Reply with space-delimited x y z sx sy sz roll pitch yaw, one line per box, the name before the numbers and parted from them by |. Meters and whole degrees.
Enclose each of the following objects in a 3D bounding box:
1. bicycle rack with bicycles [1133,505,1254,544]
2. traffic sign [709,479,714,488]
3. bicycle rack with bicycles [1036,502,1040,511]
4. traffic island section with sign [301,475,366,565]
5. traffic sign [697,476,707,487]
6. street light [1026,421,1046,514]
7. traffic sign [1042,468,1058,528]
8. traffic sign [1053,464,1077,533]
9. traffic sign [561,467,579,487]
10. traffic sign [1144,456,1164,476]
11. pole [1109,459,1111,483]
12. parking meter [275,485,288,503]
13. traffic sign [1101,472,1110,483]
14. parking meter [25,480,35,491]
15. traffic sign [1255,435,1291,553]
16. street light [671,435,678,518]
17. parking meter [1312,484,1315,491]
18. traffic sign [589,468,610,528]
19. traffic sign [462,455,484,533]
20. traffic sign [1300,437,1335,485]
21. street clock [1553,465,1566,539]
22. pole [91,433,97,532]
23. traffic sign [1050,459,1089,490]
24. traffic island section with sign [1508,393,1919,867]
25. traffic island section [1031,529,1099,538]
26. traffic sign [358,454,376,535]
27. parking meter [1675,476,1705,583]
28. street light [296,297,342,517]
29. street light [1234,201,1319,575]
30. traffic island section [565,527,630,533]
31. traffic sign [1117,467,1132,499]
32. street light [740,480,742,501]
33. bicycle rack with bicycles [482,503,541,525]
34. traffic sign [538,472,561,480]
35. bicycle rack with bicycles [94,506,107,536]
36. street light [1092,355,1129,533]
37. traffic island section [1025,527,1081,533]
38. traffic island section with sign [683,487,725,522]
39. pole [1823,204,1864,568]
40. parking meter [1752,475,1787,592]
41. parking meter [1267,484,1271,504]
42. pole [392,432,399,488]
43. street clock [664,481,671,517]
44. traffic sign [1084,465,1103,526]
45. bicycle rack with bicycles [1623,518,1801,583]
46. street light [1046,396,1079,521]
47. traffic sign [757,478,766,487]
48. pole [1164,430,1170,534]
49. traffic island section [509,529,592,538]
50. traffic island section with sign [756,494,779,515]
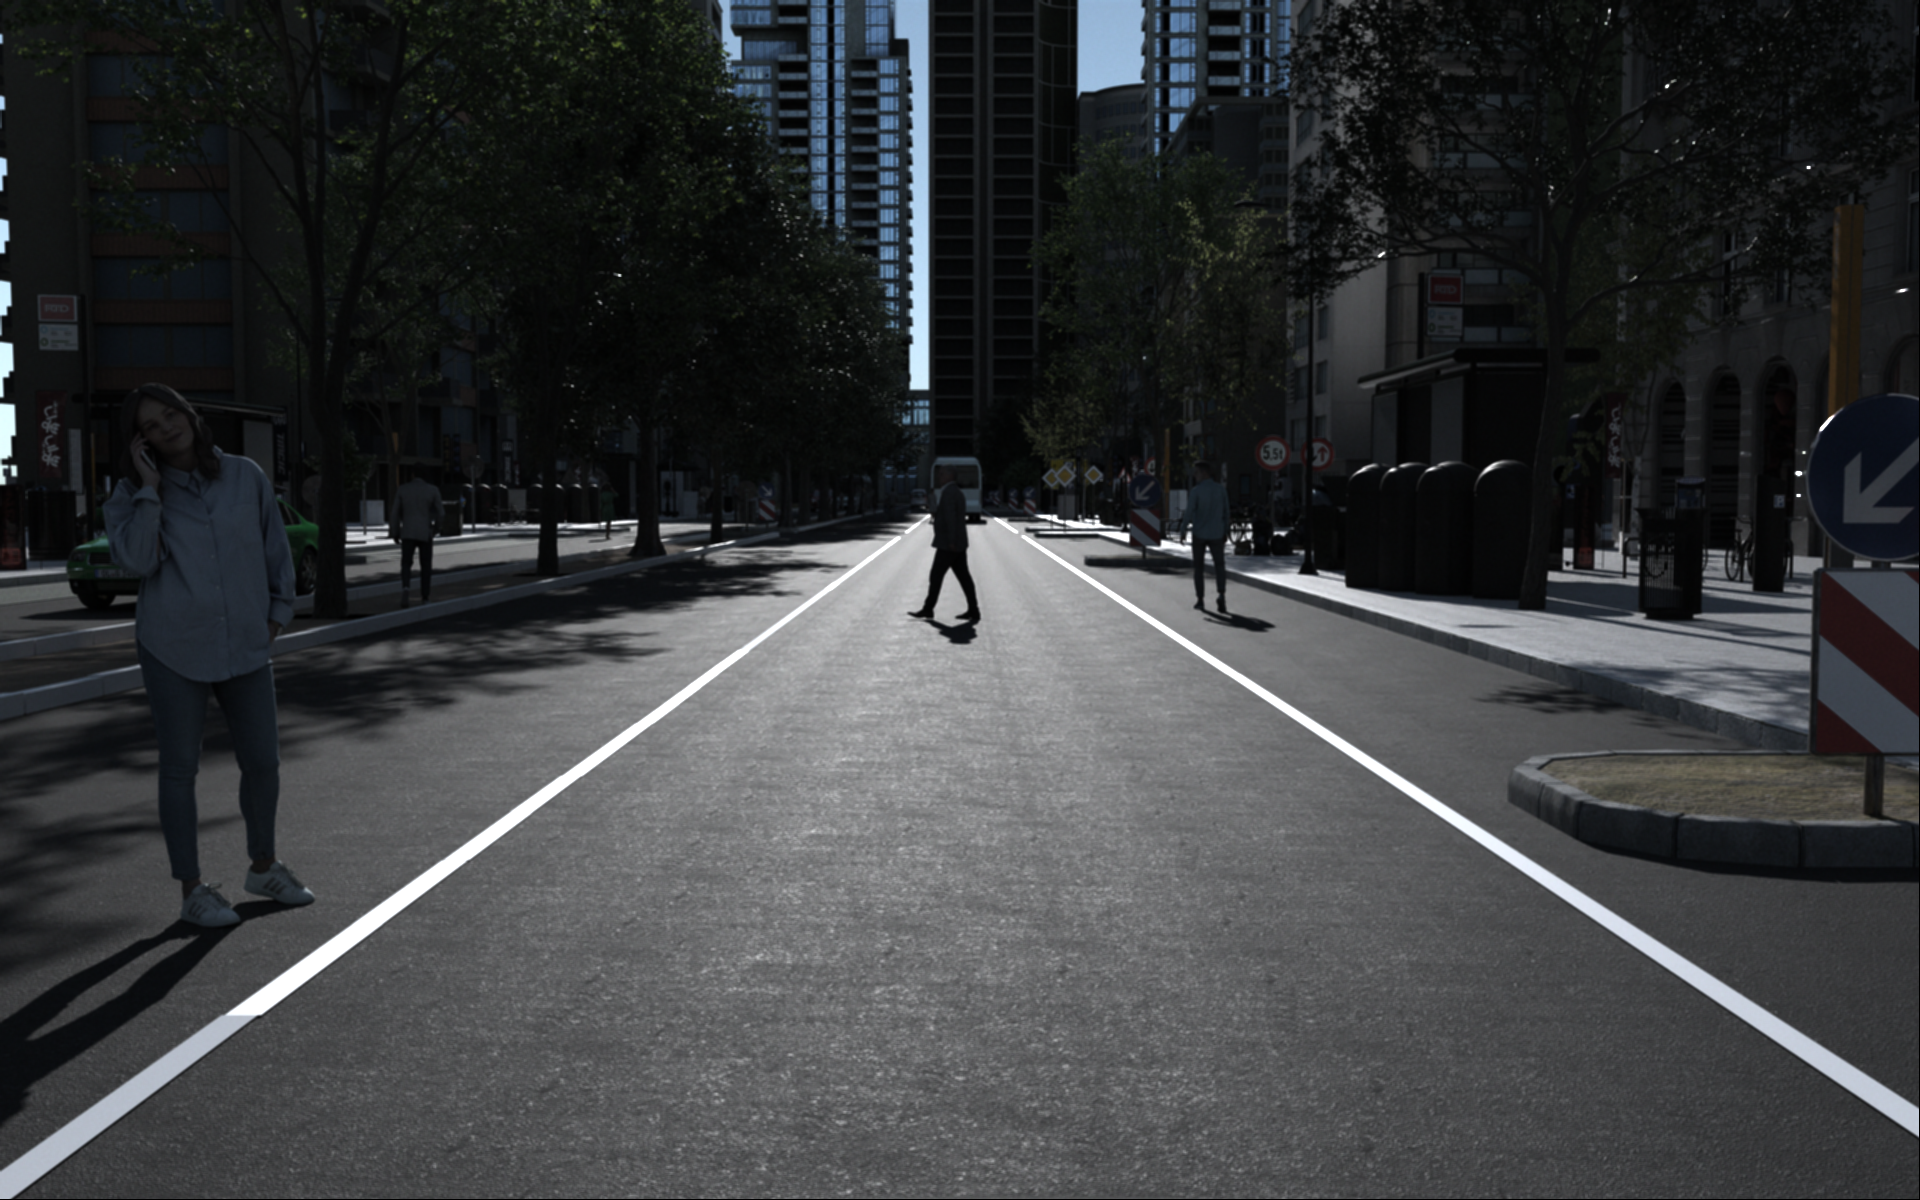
bicycle rack with bicycles | 6.618 -1.947 45.209 2.925 0.926 2.852 -3 4 -37
traffic sign | -16.720 -7.058 117.524 0.606 2.300 0.079 0 4 3
bicycle rack with bicycles | 7.073 -7.382 134.073 2.925 0.926 2.852 2 4 25
traffic island section with sign | -13.294 -1.636 35.382 1.989 1.847 2.006 0 3 0
traffic sign | -17.822 -7.326 119.887 0.768 2.556 0.104 1 4 8
street light | 4.954 -8.424 110.273 1.470 5.913 1.316 0 3 0
traffic sign | 3.470 -3.781 65.464 0.795 2.450 0.064 0 3 0
traffic sign | 3.476 -3.293 57.479 0.795 2.450 0.064 0 3 0
traffic sign | -18.544 -5.037 82.356 0.884 2.594 0.081 0 4 0
traffic sign | 6.572 -3.560 58.318 0.768 2.556 0.104 0 4 7
pole | 8.625 -6.453 99.346 0.158 3.312 0.155 0 3 0
parking meter | -19.581 -2.542 49.968 0.372 1.533 0.369 0 3 0
traffic sign | 8.222 -6.057 99.135 0.768 2.556 0.104 0 4 0
parking meter | -39.520 -4.152 73.600 0.399 1.863 0.255 -2 4 -30
traffic sign | 6.787 -2.294 37.611 0.768 2.556 0.104 1 4 9
street light | -15.034 -7.451 94.368 1.470 5.913 1.316 0 3 0
parking meter | 8.723 -2.059 42.084 0.372 1.533 0.369 0 3 0
traffic sign | -13.625 -3.782 65.470 0.795 2.450 0.064 0 3 0
traffic sign | -16.022 -3.479 56.982 0.768 2.556 0.104 0 4 6
traffic sign | 8.007 -2.372 38.881 0.768 2.556 0.104 0 4 6
street clock | 15.148 -2.381 43.503 0.471 2.002 0.358 2 4 30
pole | -29.001 -3.917 57.887 0.158 3.312 0.155 0 3 0
traffic sign | 6.278 -6.452 99.361 2.265 3.308 0.079 0 4 5
traffic island section with sign | 3.548 0.063 7.594 1.989 1.847 2.006 0 3 0
traffic island section | 3.500 -2.158 57.556 2.009 0.180 2.903 0 3 0
traffic sign | -18.750 -3.327 54.502 0.768 2.556 0.104 0 4 8
parking meter | 10.167 -0.962 24.148 0.372 1.533 0.369 0 3 0
street light | -15.071 -4.183 40.939 1.470 5.913 1.316 0 3 0
street light | 5.036 -3.366 27.580 1.470 5.913 1.316 0 3 0
traffic island section | -13.648 -2.645 65.532 2.009 0.180 2.903 0 3 0
traffic sign | 7.751 -5.012 81.947 0.884 2.594 0.081 0 4 1
street light | -15.080 -9.230 123.449 1.470 5.913 1.316 0 3 0
bicycle rack with bicycles | -18.367 -3.614 72.470 2.925 0.926 2.852 -1 4 -10
traffic sign | -13.618 -3.293 57.485 0.795 2.450 0.064 0 3 0
bicycle rack with bicycles | -24.834 -2.402 52.648 2.852 0.926 2.925 -2 4 -35
street light | 4.962 -5.192 57.430 1.470 5.913 1.316 0 3 0
traffic island section | 3.493 -2.646 65.541 2.009 0.180 2.903 0 3 0
traffic island section with sign | -13.353 -5.016 90.639 1.989 1.847 2.006 0 3 0
pole | 6.285 -1.132 12.345 0.158 3.312 0.155 0 3 0
parking meter | 10.644 -0.878 22.773 0.372 1.533 0.369 0 3 0
parking meter | 18.628 -6.010 103.981 0.399 1.863 0.255 -1 4 -23
pole | -18.681 -3.885 57.357 0.158 3.312 0.155 0 3 0
street clock | -16.495 -5.698 97.729 0.358 2.002 0.471 -2 4 -29
traffic sign | 5.280 -4.118 68.522 0.795 2.450 0.064 0 4 4
bicycle rack with bicycles | 11.559 -0.789 26.284 2.925 0.926 2.852 -3 5 -42
street light | 4.920 -6.645 81.192 1.470 5.913 1.316 0 3 0
traffic sign | -15.921 -8.479 138.743 0.768 2.556 0.104 0 4 2
pole | 6.616 -3.765 55.395 0.158 3.312 0.155 0 3 0
traffic island section | -13.642 -2.157 57.547 2.009 0.180 2.903 0 3 0
traffic island section with sign | -13.360 -6.665 117.595 1.989 1.847 2.006 0 3 0
